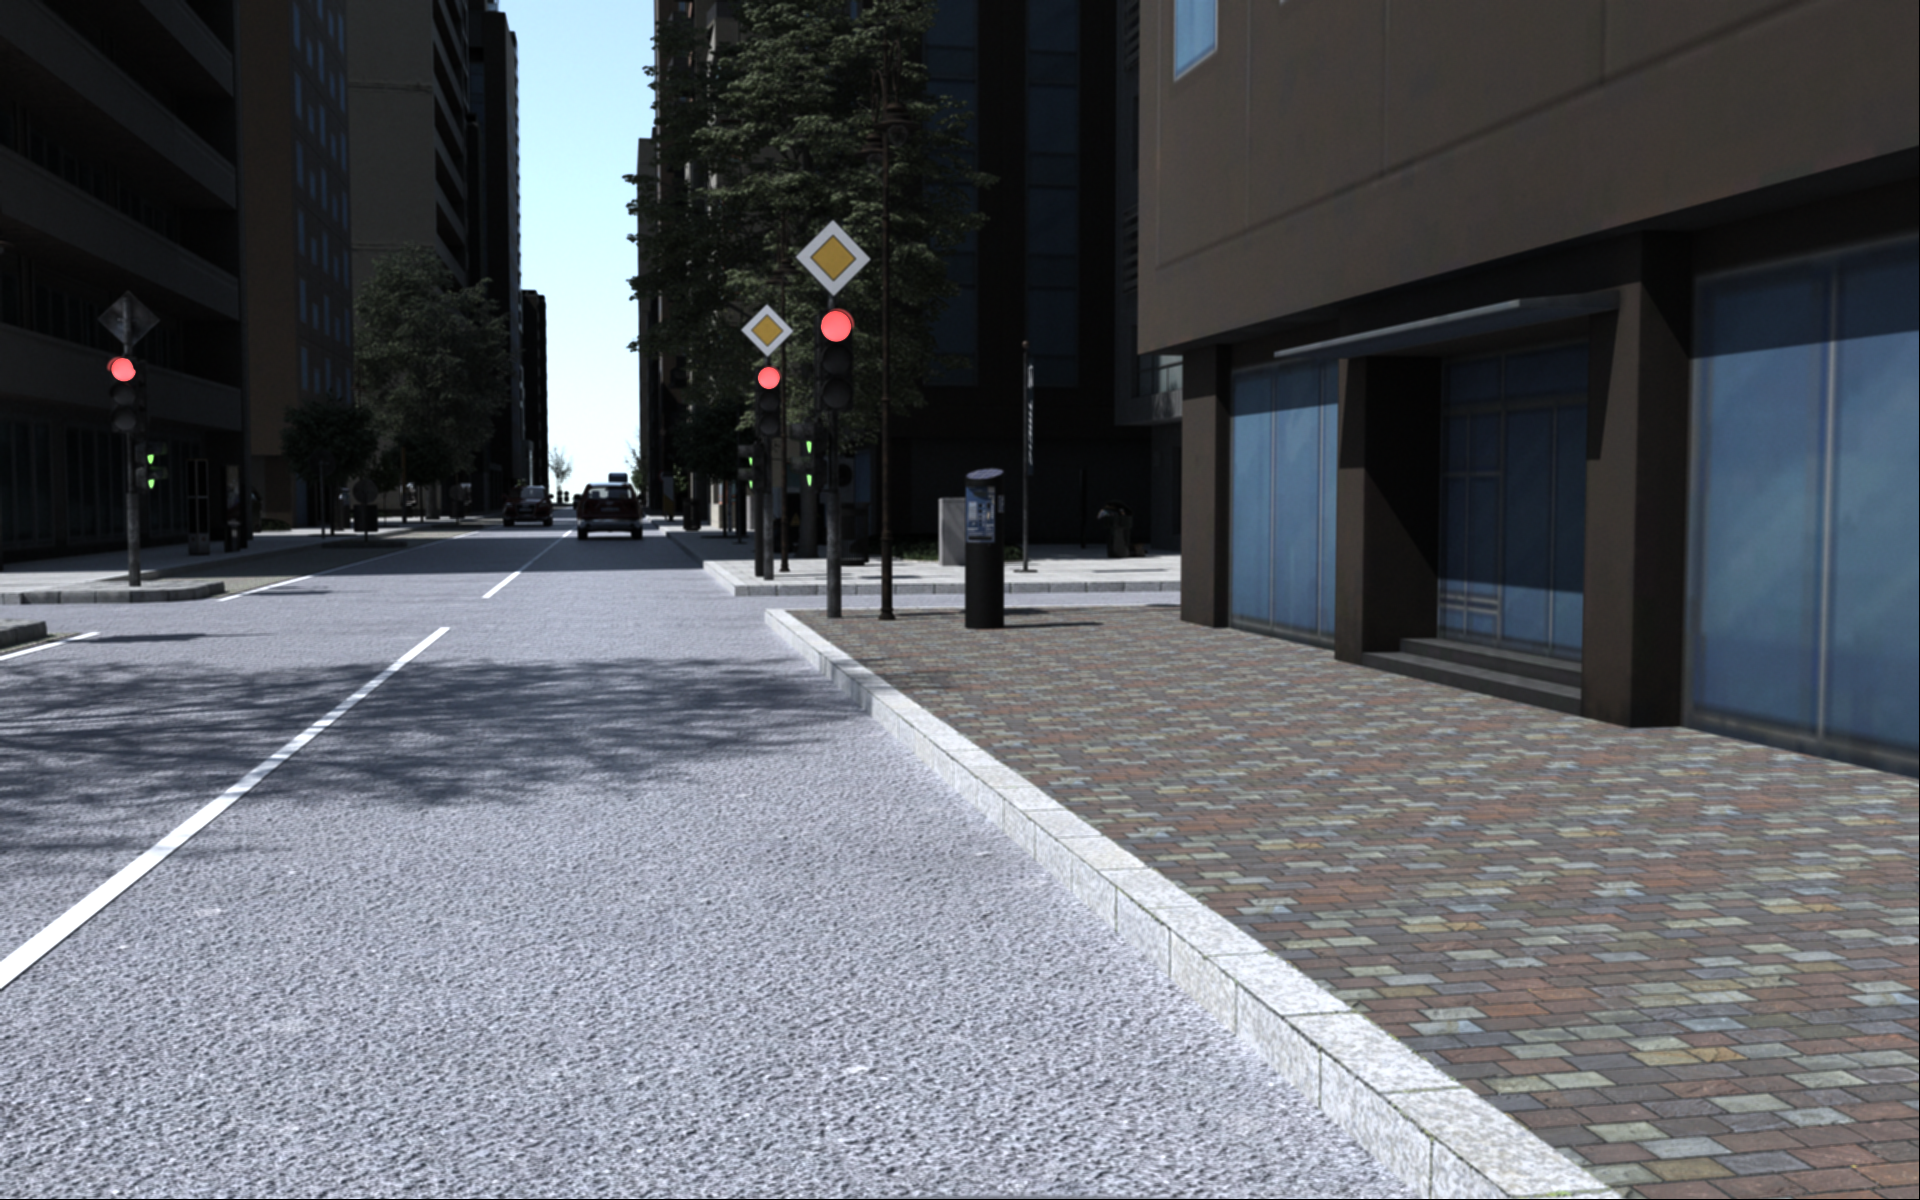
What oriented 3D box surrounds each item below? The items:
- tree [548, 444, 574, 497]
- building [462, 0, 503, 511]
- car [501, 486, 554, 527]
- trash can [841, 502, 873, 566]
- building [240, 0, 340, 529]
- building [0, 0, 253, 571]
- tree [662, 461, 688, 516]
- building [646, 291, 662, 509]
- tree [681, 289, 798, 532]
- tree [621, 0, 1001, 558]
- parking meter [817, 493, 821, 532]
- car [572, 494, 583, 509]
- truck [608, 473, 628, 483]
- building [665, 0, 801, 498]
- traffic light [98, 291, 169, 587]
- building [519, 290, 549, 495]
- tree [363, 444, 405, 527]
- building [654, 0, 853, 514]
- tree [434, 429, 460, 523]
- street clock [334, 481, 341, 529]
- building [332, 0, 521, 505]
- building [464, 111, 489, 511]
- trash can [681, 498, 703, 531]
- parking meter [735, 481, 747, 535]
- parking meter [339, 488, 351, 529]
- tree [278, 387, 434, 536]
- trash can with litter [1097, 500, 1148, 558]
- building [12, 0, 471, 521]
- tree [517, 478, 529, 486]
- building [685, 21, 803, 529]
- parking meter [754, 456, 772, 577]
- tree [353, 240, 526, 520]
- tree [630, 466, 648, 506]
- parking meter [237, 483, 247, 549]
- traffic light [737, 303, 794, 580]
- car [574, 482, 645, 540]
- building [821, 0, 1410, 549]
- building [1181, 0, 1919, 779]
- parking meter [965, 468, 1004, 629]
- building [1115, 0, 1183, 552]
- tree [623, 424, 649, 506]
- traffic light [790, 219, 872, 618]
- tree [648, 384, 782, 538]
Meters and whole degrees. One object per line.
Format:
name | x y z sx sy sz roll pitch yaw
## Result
tree | -58.673 -18.560 253.812 4.360 8.622 3.978 0 3 0
building | -48.254 -42.893 139.551 20.563 71.187 20.611 -1 4 -11
car | -19.474 -4.249 78.140 2.281 1.827 5.304 -1 4 -11
trash can | -1.937 -1.183 31.003 0.748 1.137 0.748 0 3 0
building | -32.276 -25.533 67.574 14.600 45.320 14.200 -1 4 -11
building | -28.242 -25.140 34.744 21.300 48.544 21.600 -1 4 -11
tree | -16.731 -6.508 101.008 1.663 3.219 1.824 0 3 0
building | -14.966 -19.385 161.986 27.650 21.520 28.899 -1 4 -11
tree | -7.666 -6.644 58.997 4.737 8.622 4.395 0 3 0
tree | -3.097 -7.147 34.976 7.486 12.596 7.792 0 3 0
parking meter | -4.020 -2.413 47.861 0.372 1.533 0.369 0 3 0
car | -35.539 -9.378 163.123 2.009 1.686 4.222 -1 4 -11
truck | -42.423 -13.759 214.725 2.967 4.110 18.799 -1 4 -11
building | -8.561 -28.319 117.635 22.147 44.769 28.867 -1 4 -11
traffic light | -11.462 -2.145 23.984 0.839 4.253 0.868 -1 4 -11
building | -64.713 -28.662 240.323 14.160 30.474 14.107 -1 4 -11
tree | -22.263 -4.444 67.254 1.663 3.219 1.824 0 3 0
building | -17.038 -29.845 138.079 14.600 45.320 14.200 -1 4 -11
tree | -24.293 -5.764 77.962 4.285 4.588 4.351 0 3 0
street clock | -22.632 -3.564 62.837 0.471 2.002 0.358 1 4 12
building | -47.866 -31.075 158.181 14.600 45.320 14.200 -1 4 -11
building | -41.837 -21.572 124.396 14.160 30.474 14.107 -1 4 -11
trash can | -9.316 -2.969 60.188 0.748 1.137 0.748 0 3 0
parking meter | -6.794 -2.936 53.712 0.255 1.863 0.399 -2 4 -24
parking meter | -22.696 -3.393 63.887 0.372 1.533 0.369 0 3 0
tree | -19.370 -4.251 53.215 4.285 4.588 4.351 0 3 0
trash can with litter | 3.306 -1.447 35.043 0.624 1.170 1.055 3 5 41
building | -41.976 -29.441 105.067 21.300 48.544 21.600 -1 4 -11
tree | -44.104 -10.923 173.199 1.663 3.219 1.824 0 3 0
building | 1.847 -14.394 80.388 27.650 21.520 28.899 -1 4 -11
parking meter | -3.064 -1.301 26.989 0.255 1.863 0.399 -1 4 -10
tree | -26.630 -11.029 86.973 9.857 13.997 8.962 0 3 0
tree | -34.477 -12.584 189.463 4.285 4.588 4.351 0 3 0
parking meter | -17.035 -1.985 40.870 0.372 1.533 0.369 0 3 0
traffic light | -2.869 -2.249 25.689 0.839 4.253 0.868 -1 4 -11
car | -11.362 -2.903 56.139 2.281 1.827 5.304 -1 4 -12
building | 3.038 -24.448 49.835 14.600 45.320 14.200 -1 4 -11
building | 9.956 -22.065 10.866 14.600 45.320 14.200 -1 4 -11
parking meter | 0.236 -0.499 16.576 0.372 1.533 0.369 0 3 0
building | 11.662 -21.425 33.900 14.086 41.232 14.154 -1 4 -11
tree | -32.960 -14.132 181.415 4.360 8.622 3.978 0 3 0
traffic light | -1.323 -1.770 17.855 0.839 4.253 0.868 -1 4 -11
tree | -6.872 -4.123 51.117 4.285 4.588 4.351 0 3 0
